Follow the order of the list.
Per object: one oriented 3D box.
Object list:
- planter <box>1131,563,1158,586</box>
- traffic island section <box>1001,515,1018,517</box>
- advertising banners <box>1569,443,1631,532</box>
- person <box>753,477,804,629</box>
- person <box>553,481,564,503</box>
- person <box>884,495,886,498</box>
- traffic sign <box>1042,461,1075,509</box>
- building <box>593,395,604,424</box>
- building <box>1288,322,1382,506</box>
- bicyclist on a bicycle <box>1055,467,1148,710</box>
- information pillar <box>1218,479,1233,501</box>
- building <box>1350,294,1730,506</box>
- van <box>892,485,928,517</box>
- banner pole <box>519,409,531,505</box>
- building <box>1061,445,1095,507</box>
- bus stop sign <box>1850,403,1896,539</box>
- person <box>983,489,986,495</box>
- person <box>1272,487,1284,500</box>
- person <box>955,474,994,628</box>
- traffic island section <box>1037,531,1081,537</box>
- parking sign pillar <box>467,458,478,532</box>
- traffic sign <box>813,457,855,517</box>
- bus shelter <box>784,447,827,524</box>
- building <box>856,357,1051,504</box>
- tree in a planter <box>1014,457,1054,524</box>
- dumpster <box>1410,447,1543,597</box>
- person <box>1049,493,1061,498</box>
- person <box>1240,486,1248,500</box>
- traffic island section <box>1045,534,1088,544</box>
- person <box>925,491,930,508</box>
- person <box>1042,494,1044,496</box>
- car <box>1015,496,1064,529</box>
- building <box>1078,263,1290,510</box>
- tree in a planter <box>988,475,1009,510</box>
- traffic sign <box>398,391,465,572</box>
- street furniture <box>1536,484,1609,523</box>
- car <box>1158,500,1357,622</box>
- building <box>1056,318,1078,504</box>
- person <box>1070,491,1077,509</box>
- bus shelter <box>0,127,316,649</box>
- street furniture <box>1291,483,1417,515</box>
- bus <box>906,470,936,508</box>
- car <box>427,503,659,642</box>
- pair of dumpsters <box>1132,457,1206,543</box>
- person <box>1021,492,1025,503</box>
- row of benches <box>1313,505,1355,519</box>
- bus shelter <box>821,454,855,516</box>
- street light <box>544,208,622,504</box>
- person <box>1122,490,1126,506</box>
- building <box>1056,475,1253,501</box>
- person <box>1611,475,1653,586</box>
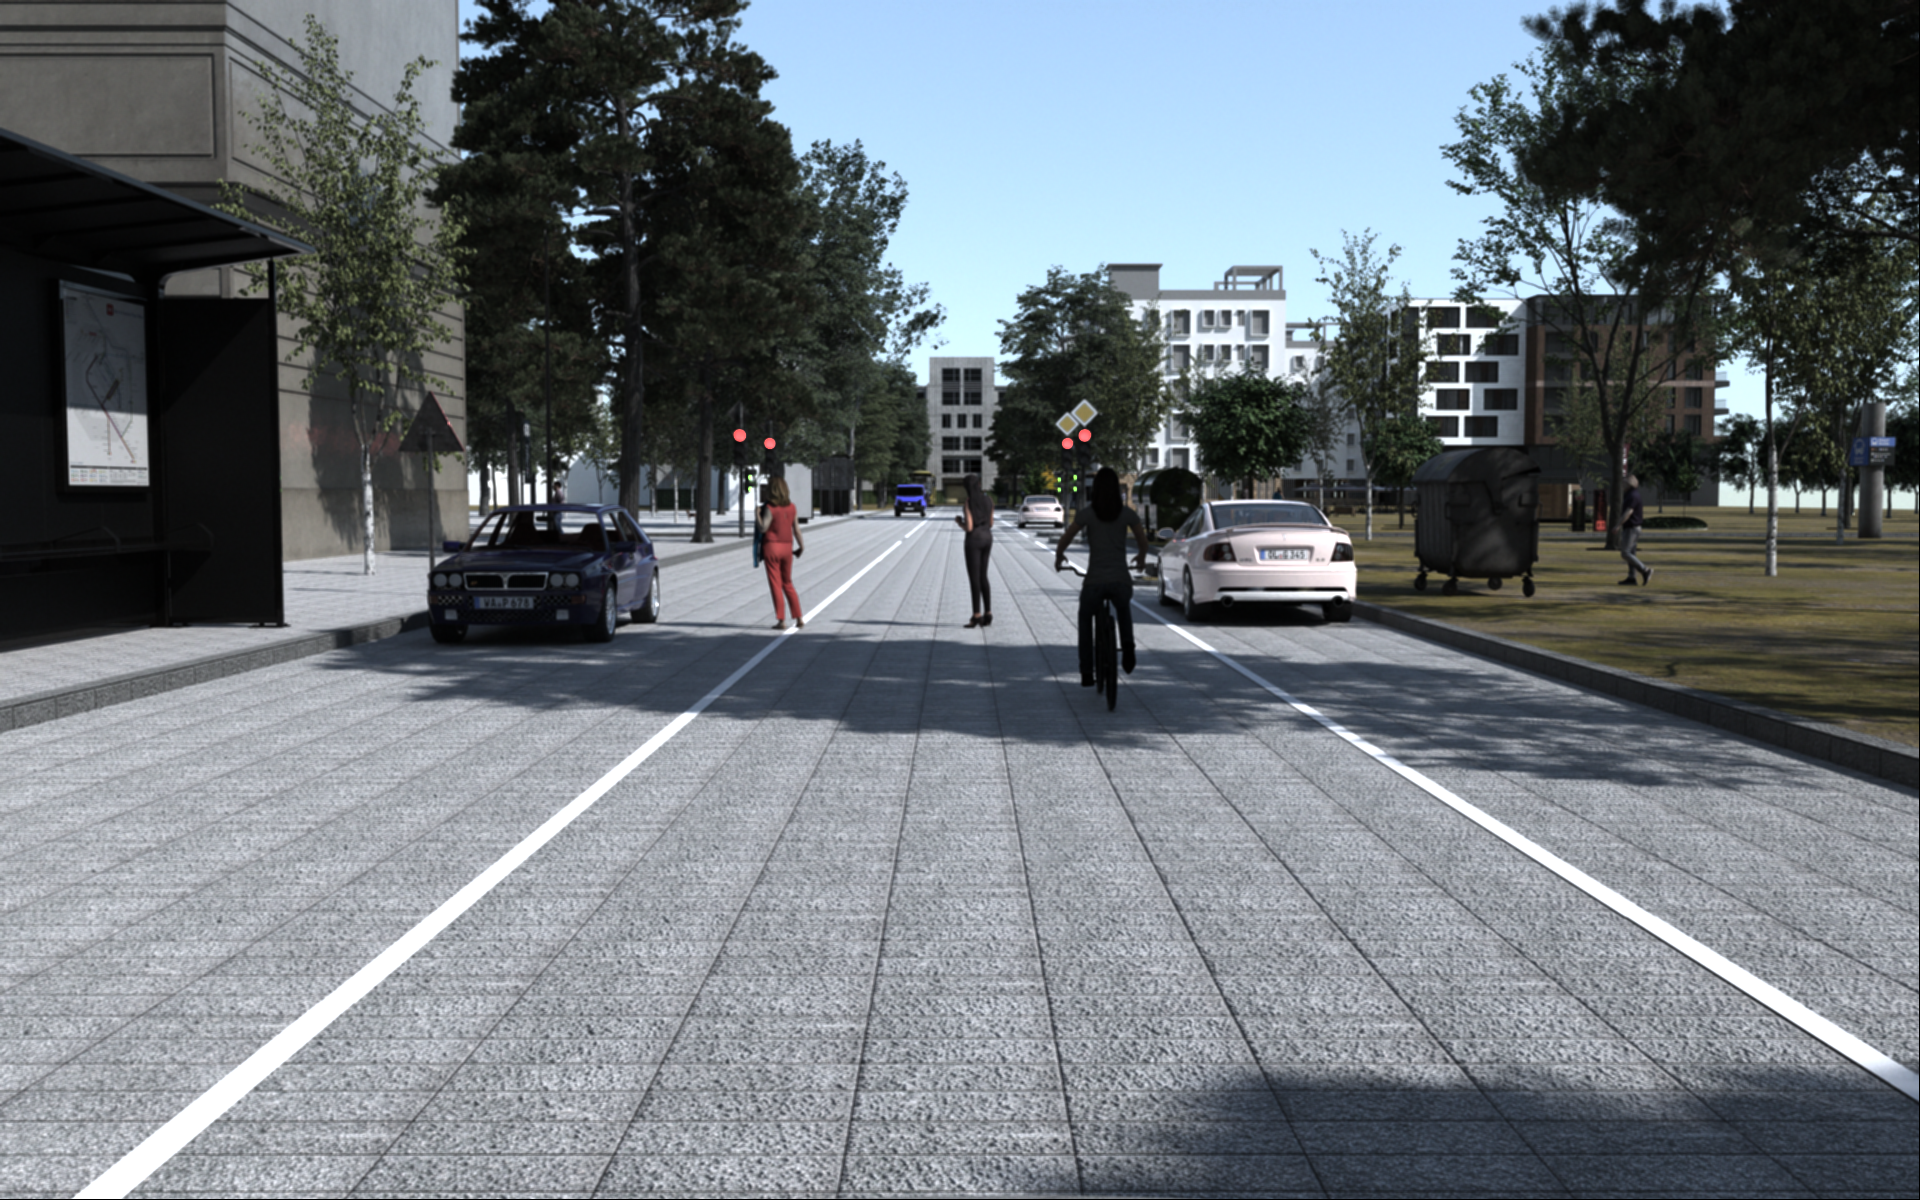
[{"bbox_3d":[3.661,-0.402,27.707,1.991,0.319,1.994,0,3,0],"label":"planter"},{"bbox_3d":[3.604,-5.345,110.259,1.991,0.108,1.994,0,3,0],"label":"traffic island section"},{"bbox_3d":[21.724,-3.828,58.772,2.074,3.025,0.090,0,4,-3],"label":"advertising banners"},{"bbox_3d":[-1.919,-0.500,18.377,0.593,1.614,0.444,-1,4,-18],"label":"person"},{"bbox_3d":[-9.442,-1.990,40.541,0.435,1.587,0.963,-2,4,-29],"label":"person"},{"bbox_3d":[-7.577,-10.007,169.522,0.709,1.838,0.599,-3,5,-41],"label":"person"},{"bbox_3d":[6.089,-6.966,107.762,2.265,3.308,0.079,1,4,8],"label":"traffic sign"},{"bbox_3d":[-64.781,-22.254,230.316,31.486,18.905,16.747,0,3,0],"label":"building"},{"bbox_3d":[40.536,-20.833,197.047,11.380,20.091,16.016,0,3,0],"label":"building"},{"bbox_3d":[0.998,-0.117,11.942,1.499,1.676,1.625,0,4,1],"label":"bicyclist on a bicycle"},{"bbox_3d":[7.903,-3.672,51.392,0.504,3.616,0.183,3,5,44],"label":"information pillar"},{"bbox_3d":[62.553,-21.244,191.311,32.646,21.610,27.936,0,3,0],"label":"building"},{"bbox_3d":[-3.139,-6.442,109.703,2.240,2.365,5.245,0,3,0],"label":"van"},{"bbox_3d":[-12.872,-3.746,51.272,0.401,3.779,0.863,1,4,10],"label":"banner pole"},{"bbox_3d":[14.992,-13.795,167.692,9.099,9.664,28.070,0,3,0],"label":"building"},{"bbox_3d":[26.400,-3.739,50.143,0.837,3.901,0.837,-1,4,-10],"label":"bus stop sign"},{"bbox_3d":[2.063,-8.469,146.950,0.705,1.826,1.348,0,4,-5],"label":"person"},{"bbox_3d":[14.995,-4.535,81.888,0.444,1.614,0.593,-2,4,-27],"label":"person"},{"bbox_3d":[0.157,-0.530,18.634,0.415,1.643,0.593,0,4,2],"label":"person"},{"bbox_3d":[3.634,-2.224,58.650,2.009,0.180,2.903,0,3,0],"label":"traffic island section"},{"bbox_3d":[-17.033,-4.277,58.395,1.447,3.967,1.447,0,4,5],"label":"parking sign pillar"},{"bbox_3d":[-7.286,-6.570,101.292,2.265,3.308,0.079,0,4,2],"label":"traffic sign"},{"bbox_3d":[-7.118,-5.101,77.330,2.014,3.302,5.546,0,3,0],"label":"bus shelter"},{"bbox_3d":[-3.982,-22.313,231.277,31.486,18.905,16.747,0,3,0],"label":"building"},{"bbox_3d":[3.612,-5.260,83.220,1.991,3.239,1.994,0,3,0],"label":"tree in a planter"},{"bbox_3d":[6.640,-1.012,22.305,1.264,1.857,1.865,0,3,0],"label":"dumpster"},{"bbox_3d":[8.503,-9.289,157.551,1.348,1.869,0.705,0,4,8],"label":"person"},{"bbox_3d":[15.488,-5.317,93.805,0.655,1.722,0.431,-1,4,-21],"label":"person"},{"bbox_3d":[3.640,-1.736,50.665,2.009,0.180,2.903,0,3,0],"label":"traffic island section"},{"bbox_3d":[-3.277,-10.210,176.355,0.541,1.710,0.530,-1,4,-11],"label":"person"},{"bbox_3d":[8.464,-10.520,178.782,0.721,1.736,1.217,0,4,4],"label":"person"},{"bbox_3d":[3.389,-3.721,73.201,2.083,1.381,4.827,0,4,1],"label":"car"},{"bbox_3d":[18.694,-17.815,147.687,16.016,20.091,11.380,0,3,0],"label":"building"},{"bbox_3d":[3.570,-10.005,160.811,1.991,3.239,1.994,0,3,0],"label":"tree in a planter"},{"bbox_3d":[-6.679,-1.337,21.869,0.884,2.594,0.081,1,4,8],"label":"traffic sign"},{"bbox_3d":[27.305,-4.460,79.779,9.812,1.723,11.010,2,4,25],"label":"street furniture"},{"bbox_3d":[3.477,-0.516,20.807,2.083,1.381,4.827,0,4,0],"label":"car"},{"bbox_3d":[18.348,-20.244,187.403,16.016,20.091,11.380,0,3,0],"label":"building"},{"bbox_3d":[9.723,-8.633,147.635,0.683,1.767,0.568,1,4,13],"label":"person"},{"bbox_3d":[-7.006,-1.362,13.551,1.731,3.624,6.357,0,3,0],"label":"bus shelter"},{"bbox_3d":[29.665,-6.896,117.773,27.439,1.986,14.083,-2,4,-33],"label":"street furniture"},{"bbox_3d":[-4.001,-11.770,183.993,2.896,3.916,12.252,0,4,1],"label":"bus"},{"bbox_3d":[-4.232,-0.328,17.949,1.945,1.354,3.894,0,4,0],"label":"car"},{"bbox_3d":[5.730,-2.765,47.695,1.574,2.255,4.436,0,4,0],"label":"pair of dumpsters"},{"bbox_3d":[7.211,-11.565,195.001,0.709,1.838,0.599,1,4,16],"label":"person"},{"bbox_3d":[20.468,-5.107,98.970,4.104,0.672,1.422,2,4,26],"label":"row of benches"},{"bbox_3d":[-7.463,-7.000,105.725,1.731,3.624,6.357,0,3,0],"label":"bus shelter"},{"bbox_3d":[-6.189,-3.410,28.300,1.470,5.913,1.316,0,3,0],"label":"street light"},{"bbox_3d":[10.871,-6.558,115.333,0.319,1.574,0.516,1,4,17],"label":"person"},{"bbox_3d":[27.754,-22.273,230.620,31.486,18.905,16.747,0,3,0],"label":"building"},{"bbox_3d":[9.443,-0.981,24.290,0.569,1.553,0.471,-2,4,-29],"label":"person"}]
